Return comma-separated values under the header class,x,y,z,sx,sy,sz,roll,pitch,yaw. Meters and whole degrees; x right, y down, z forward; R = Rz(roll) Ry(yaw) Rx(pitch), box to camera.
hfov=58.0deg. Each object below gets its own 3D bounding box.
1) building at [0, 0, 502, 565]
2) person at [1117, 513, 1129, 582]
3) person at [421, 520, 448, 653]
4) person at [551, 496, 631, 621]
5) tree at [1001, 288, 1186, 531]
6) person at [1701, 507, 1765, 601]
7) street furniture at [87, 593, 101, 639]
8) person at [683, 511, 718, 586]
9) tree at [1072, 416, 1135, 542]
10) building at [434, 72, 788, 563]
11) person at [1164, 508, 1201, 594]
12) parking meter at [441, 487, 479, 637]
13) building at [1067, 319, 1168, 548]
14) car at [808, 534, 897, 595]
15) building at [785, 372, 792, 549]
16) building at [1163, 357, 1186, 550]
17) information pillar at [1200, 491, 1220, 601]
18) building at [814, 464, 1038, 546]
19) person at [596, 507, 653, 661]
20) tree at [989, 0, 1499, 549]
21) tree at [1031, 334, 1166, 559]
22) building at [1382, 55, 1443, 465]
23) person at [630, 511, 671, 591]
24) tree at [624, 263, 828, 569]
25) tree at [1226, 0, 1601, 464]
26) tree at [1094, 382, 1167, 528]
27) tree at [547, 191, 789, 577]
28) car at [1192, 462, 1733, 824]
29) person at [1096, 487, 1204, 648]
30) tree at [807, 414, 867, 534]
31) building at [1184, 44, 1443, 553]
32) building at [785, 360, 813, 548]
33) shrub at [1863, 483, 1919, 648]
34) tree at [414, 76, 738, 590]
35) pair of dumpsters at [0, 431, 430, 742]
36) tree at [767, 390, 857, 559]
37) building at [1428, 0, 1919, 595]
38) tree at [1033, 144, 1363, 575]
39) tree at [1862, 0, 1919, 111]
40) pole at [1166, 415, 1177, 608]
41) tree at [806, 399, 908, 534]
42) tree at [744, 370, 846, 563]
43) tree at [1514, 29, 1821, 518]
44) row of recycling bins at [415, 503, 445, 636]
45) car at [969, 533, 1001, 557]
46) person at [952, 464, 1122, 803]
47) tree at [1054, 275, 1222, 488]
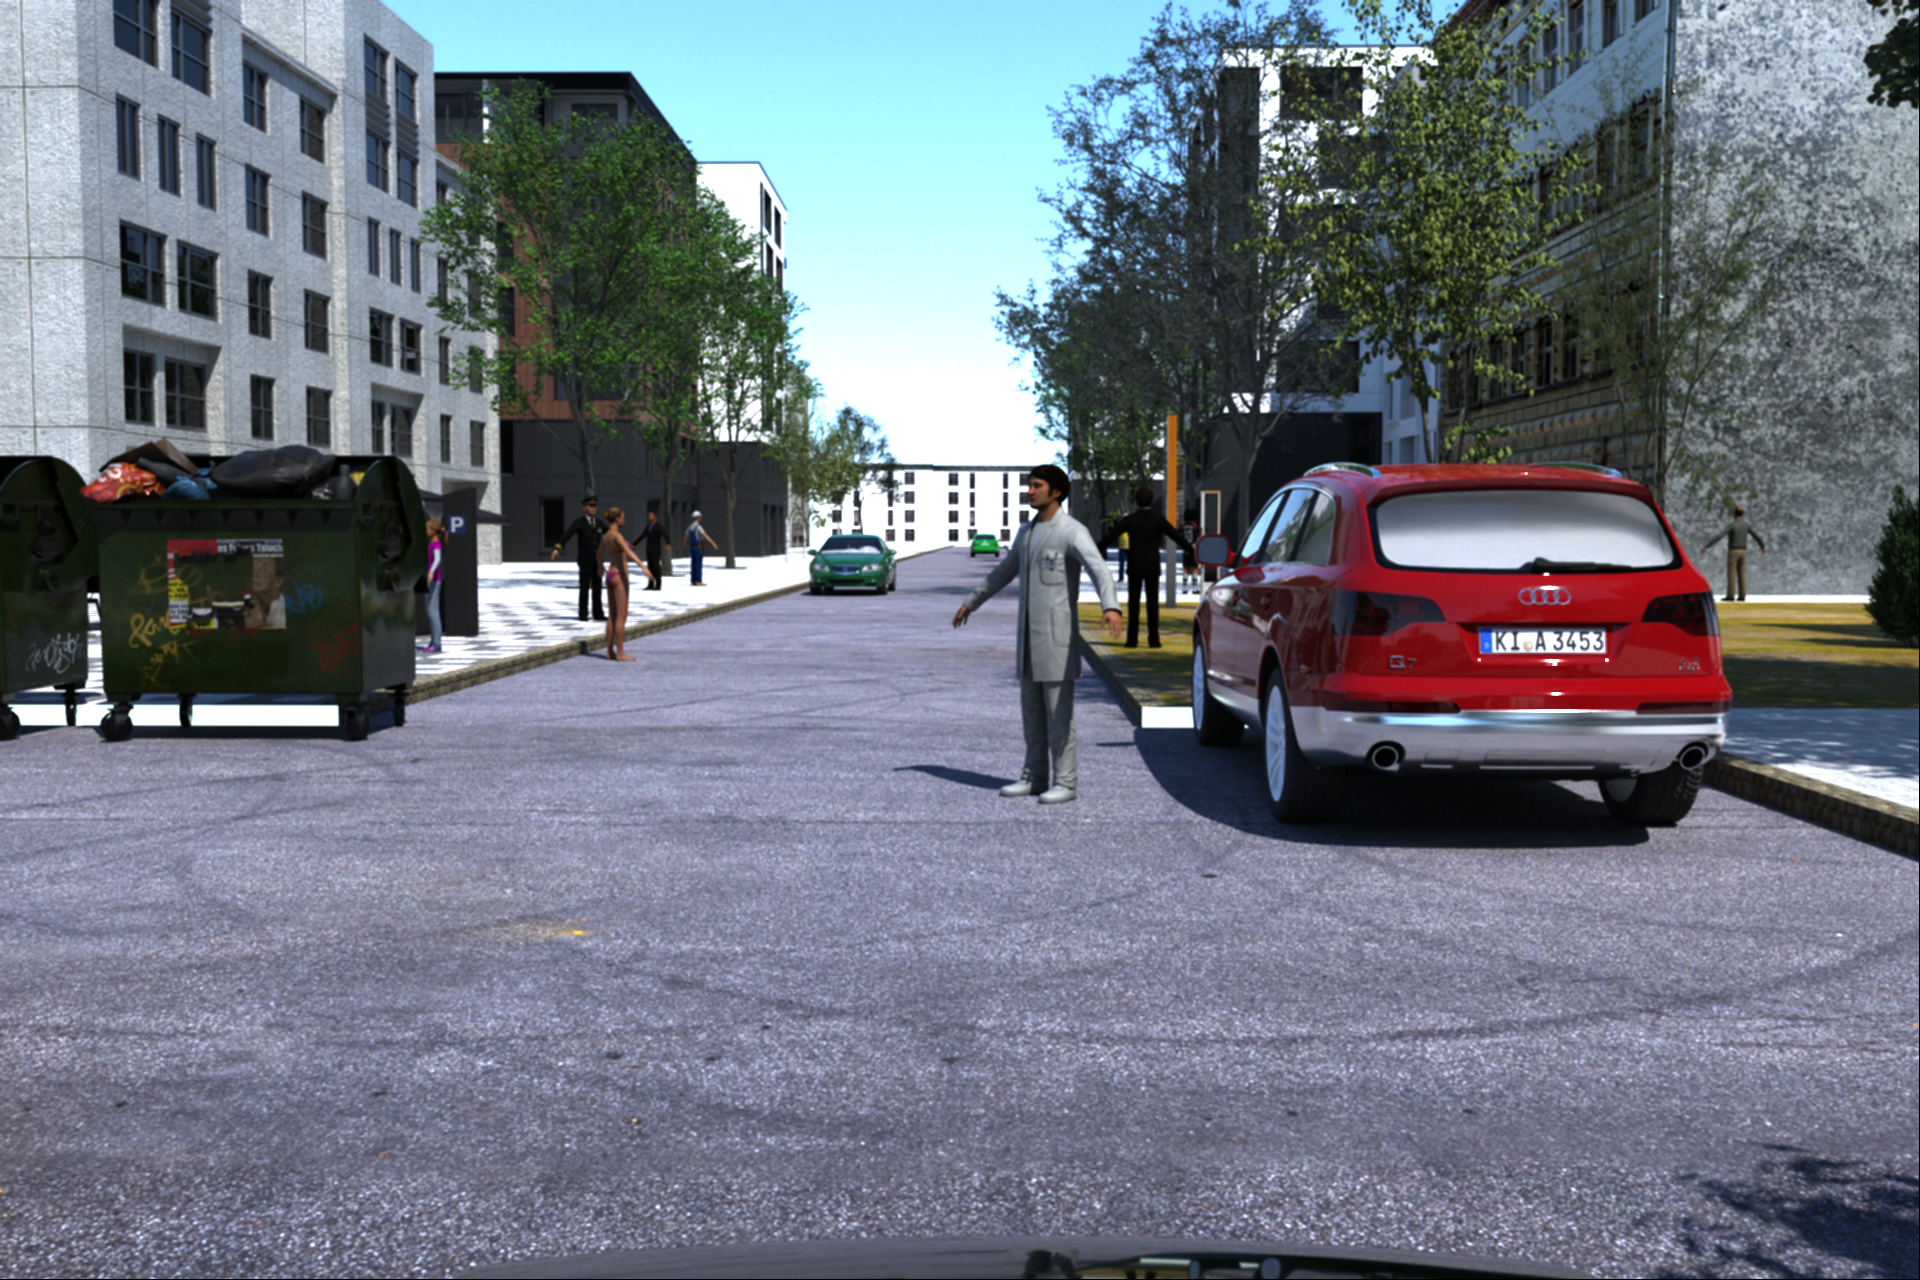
class,x,y,z,sx,sy,sz,roll,pitch,yaw
building,-27.647,-11.529,54.955,16.747,18.905,31.486,0,4,2
person,4.413,-2.457,46.144,1.349,1.833,0.705,0,4,-4
person,-5.786,-0.583,18.802,0.599,1.433,0.991,-1,4,-22
person,-5.443,-1.201,25.578,1.347,1.837,0.705,-3,4,-39
tree,9.189,-15.932,116.378,12.611,20.169,13.585,0,3,0
person,14.820,-1.640,33.082,1.348,1.796,0.705,-1,4,-11
street furniture,-24.647,-1.079,22.667,27.439,1.986,14.083,1,4,19
person,-6.480,-2.259,42.789,1.347,1.847,0.705,3,5,45
tree,7.701,-8.879,95.530,4.360,8.622,3.978,0,3,0
building,-24.946,-15.250,93.310,27.936,21.610,32.646,0,4,0
person,4.940,-1.886,36.977,1.345,1.843,0.704,2,4,31
parking meter,-6.265,-0.977,21.685,0.399,1.863,0.255,0,4,1
building,24.957,-20.465,178.576,27.936,21.610,32.646,0,4,2
car,-2.569,-1.857,42.158,2.131,1.459,4.920,0,4,2
building,-23.226,-16.452,135.453,16.747,18.905,31.486,0,4,0
building,26.778,-18.989,141.405,19.493,23.208,18.063,0,4,2
information pillar,4.293,-1.544,29.742,0.304,2.012,0.304,0,4,2
building,-3.512,-16.126,208.271,28.070,9.664,9.099,0,4,-4
person,-3.830,-0.638,19.693,0.721,1.733,1.217,-3,4,-38
tree,6.187,-7.764,37.310,12.009,13.543,11.850,0,3,0
tree,7.163,-9.910,87.781,9.928,11.665,9.643,0,3,0
building,22.527,-13.061,69.971,16.016,20.090,11.380,0,4,1
person,-6.990,-2.027,39.370,1.346,1.802,0.704,3,4,39
tree,-8.482,-8.414,63.321,9.928,11.665,9.643,0,3,0
tree,5.483,-4.271,20.190,4.737,8.622,4.395,0,3,0
tree,7.807,-7.818,78.183,4.737,8.622,4.395,0,3,0
tree,-8.731,-7.723,52.024,9.928,11.665,9.643,0,3,0
car,2.592,-0.089,10.121,2.281,1.827,5.304,0,4,1
person,2.070,-0.816,19.530,1.347,1.806,0.705,0,4,5
tree,-7.542,-9.549,106.496,4.737,8.622,4.395,0,3,0
building,25.294,-14.976,88.838,27.936,21.610,32.646,0,4,1
building,-24.347,-20.219,161.510,19.493,23.208,18.063,0,4,2
shrub,11.066,-0.925,19.539,1.690,2.028,1.600,0,3,0
tree,-8.814,-7.010,40.371,9.928,11.665,9.643,0,3,0
pair of dumpsters,-6.201,-0.454,12.373,4.436,2.255,1.574,0,4,1
tree,-7.705,-8.434,88.258,4.737,8.622,4.395,0,3,0
building,24.016,-13.060,44.457,19.493,23.208,18.063,0,4,1
tree,7.353,-8.780,53.917,12.009,13.543,11.850,0,3,0
tree,8.607,-6.279,9.318,9.857,13.997,8.962,0,3,0
pole,3.644,-2.202,29.851,0.158,3.312,0.155,0,3,0
tree,-7.034,-11.343,119.875,7.601,10.594,8.767,1,4,15
tree,-7.926,-7.747,77.023,4.360,8.622,3.978,0,3,0
tree,10.242,-4.633,26.112,4.360,8.622,3.978,0,3,0
row of recycling bins,-7.145,-0.938,22.454,1.069,1.692,3.534,0,4,1
car,1.557,-6.063,107.930,1.959,1.807,4.718,0,4,1
person,0.450,-0.045,9.373,0.705,1.806,1.347,-3,4,-38
tree,7.273,-8.759,68.957,9.928,11.665,9.643,0,3,0
